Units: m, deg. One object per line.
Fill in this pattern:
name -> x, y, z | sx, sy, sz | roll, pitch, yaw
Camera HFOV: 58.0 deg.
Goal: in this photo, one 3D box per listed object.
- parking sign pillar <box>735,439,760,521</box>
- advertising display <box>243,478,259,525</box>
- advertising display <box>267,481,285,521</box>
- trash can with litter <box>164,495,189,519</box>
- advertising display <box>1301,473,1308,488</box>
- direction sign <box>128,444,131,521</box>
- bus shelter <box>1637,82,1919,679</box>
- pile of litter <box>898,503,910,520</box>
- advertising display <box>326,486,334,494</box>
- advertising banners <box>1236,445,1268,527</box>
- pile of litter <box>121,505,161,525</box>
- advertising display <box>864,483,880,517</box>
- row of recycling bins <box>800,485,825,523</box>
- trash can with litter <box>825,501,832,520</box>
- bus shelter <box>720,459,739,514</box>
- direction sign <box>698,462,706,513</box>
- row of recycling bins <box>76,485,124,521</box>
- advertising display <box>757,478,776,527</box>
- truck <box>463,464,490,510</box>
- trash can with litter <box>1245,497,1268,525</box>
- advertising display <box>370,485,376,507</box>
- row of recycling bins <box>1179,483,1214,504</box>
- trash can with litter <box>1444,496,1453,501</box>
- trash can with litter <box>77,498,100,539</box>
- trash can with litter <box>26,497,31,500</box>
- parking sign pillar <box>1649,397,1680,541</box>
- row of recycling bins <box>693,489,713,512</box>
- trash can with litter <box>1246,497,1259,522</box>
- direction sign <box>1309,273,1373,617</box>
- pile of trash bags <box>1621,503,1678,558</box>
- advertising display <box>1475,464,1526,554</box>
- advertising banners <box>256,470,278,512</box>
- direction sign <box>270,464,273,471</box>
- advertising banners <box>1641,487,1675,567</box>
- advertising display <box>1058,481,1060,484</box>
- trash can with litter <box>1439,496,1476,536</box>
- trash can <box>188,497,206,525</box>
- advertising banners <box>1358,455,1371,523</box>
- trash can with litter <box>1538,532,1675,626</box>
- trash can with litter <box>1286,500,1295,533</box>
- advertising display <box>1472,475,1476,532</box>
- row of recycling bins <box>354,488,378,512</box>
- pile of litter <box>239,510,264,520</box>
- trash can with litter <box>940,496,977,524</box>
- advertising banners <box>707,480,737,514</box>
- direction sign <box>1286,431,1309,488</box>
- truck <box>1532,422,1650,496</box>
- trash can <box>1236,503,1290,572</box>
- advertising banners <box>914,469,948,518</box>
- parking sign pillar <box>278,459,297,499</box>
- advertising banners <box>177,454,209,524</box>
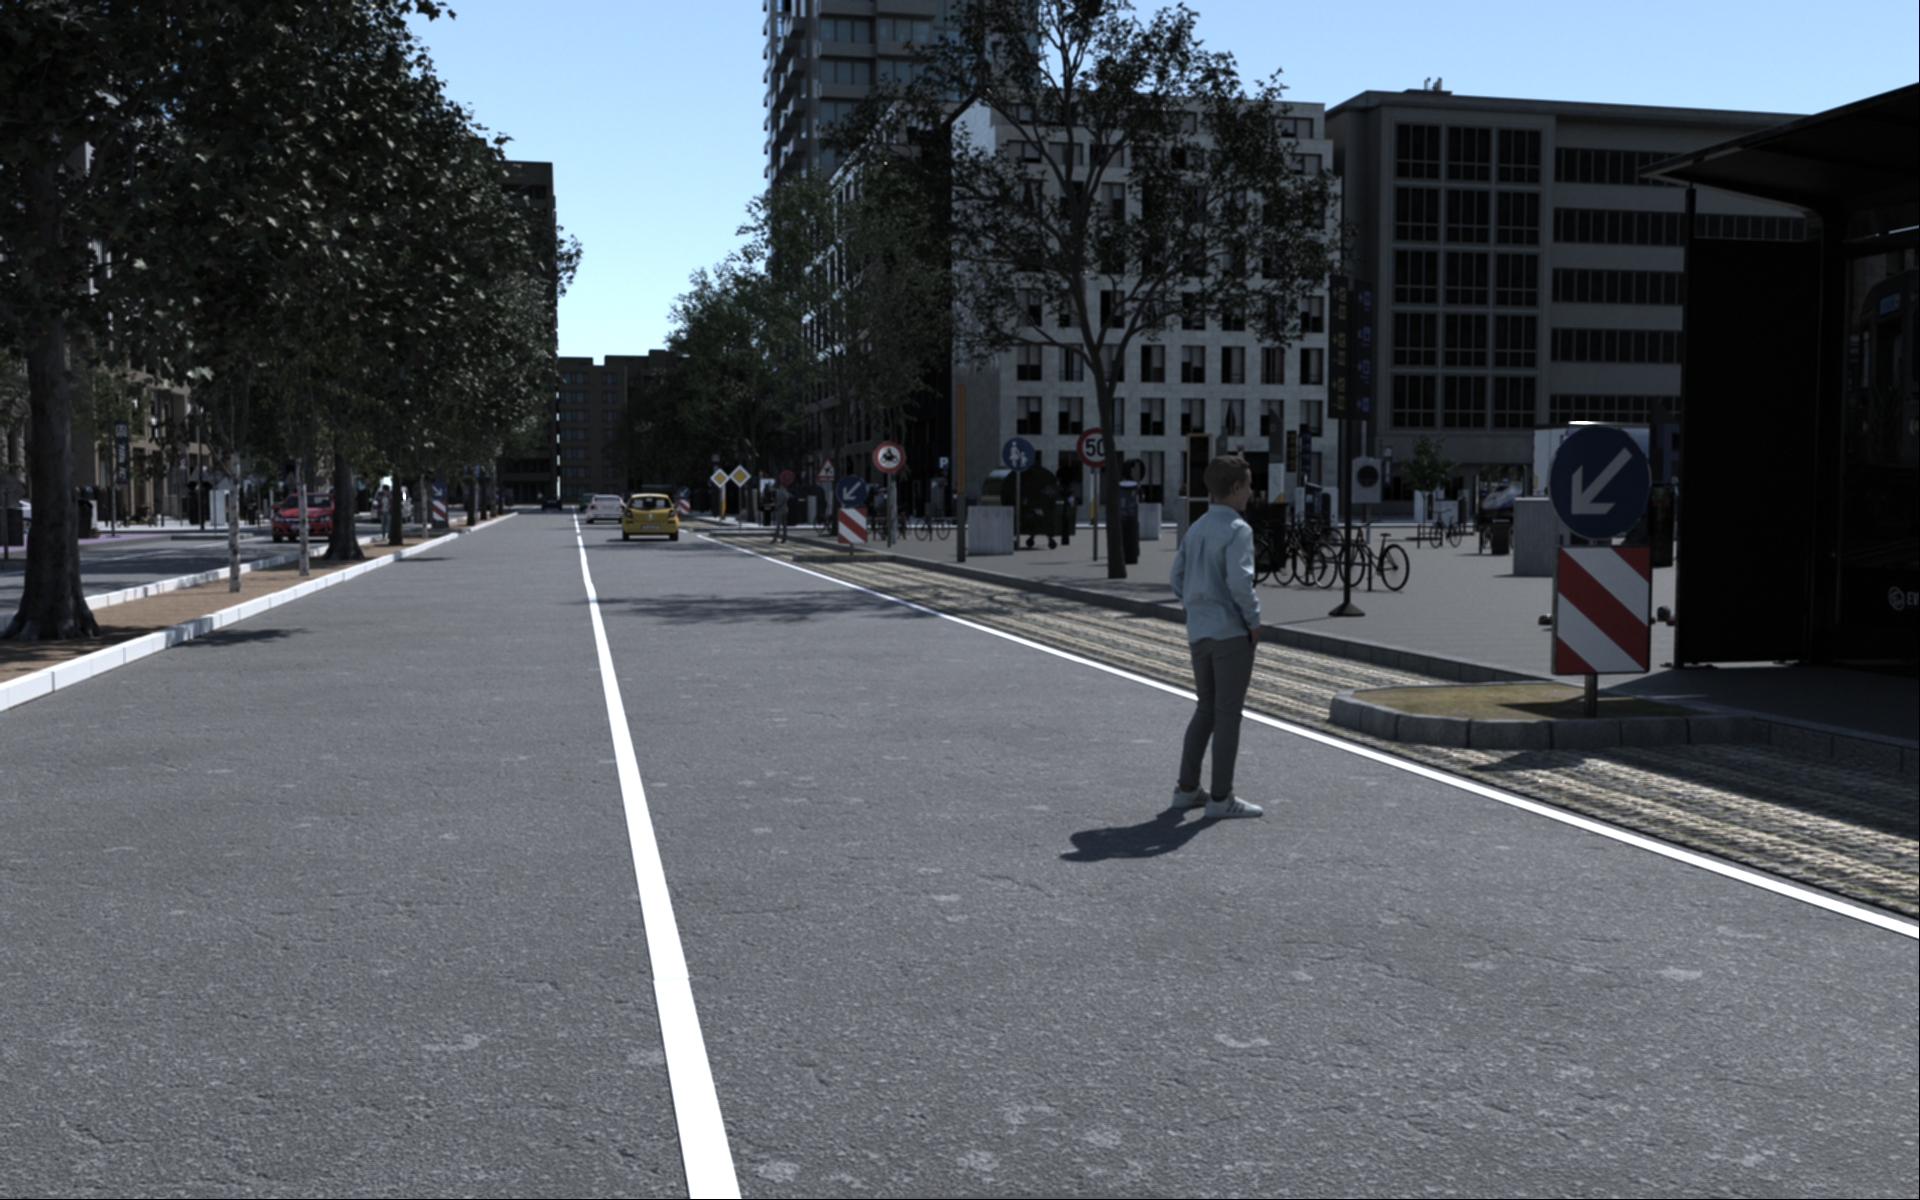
parking sign pillar -> -10.181, -5.836, 83.898 | 1.447, 3.967, 1.447 | -2, 4, -34
advertising display -> -29.121, -4.033, 71.151 | 0.974, 1.923, 0.123 | 2, 4, 35
advertising display -> -32.727, -4.751, 82.889 | 0.123, 1.923, 0.974 | 2, 4, 25
trash can with litter -> -40.382, -4.867, 90.634 | 2.233, 1.210, 1.678 | 1, 4, 11
advertising display -> 10.676, -2.969, 53.756 | 0.123, 1.923, 0.974 | 1, 4, 17
direction sign -> -37.801, -5.309, 78.795 | 0.379, 3.537, 0.876 | -2, 4, -30
bus shelter -> 6.389, -1.133, 9.803 | 1.731, 3.624, 6.357 | -1, 4, -12
pile of litter -> -3.034, -4.463, 86.938 | 1.176, 0.858, 1.719 | 1, 4, 12
advertising display -> -48.300, -7.833, 133.281 | 0.974, 1.923, 0.123 | 0, 4, -3
advertising banners -> 10.549, -4.063, 62.624 | 0.090, 3.025, 2.074 | 3, 5, 43
pile of litter -> -34.246, -3.568, 72.299 | 1.719, 0.858, 1.176 | 2, 4, 24
advertising display -> -4.982, -5.683, 98.132 | 0.974, 1.923, 0.123 | -2, 4, -31
row of recycling bins -> -6.790, -4.348, 78.211 | 1.069, 1.692, 3.534 | -1, 4, -13
trash can with litter -> -6.435, -4.371, 82.852 | 1.055, 1.170, 0.624 | 2, 4, 30
bus shelter -> -14.891, -7.413, 112.481 | 1.731, 3.624, 6.357 | -1, 4, -13
direction sign -> -17.642, -7.729, 118.372 | 0.876, 3.537, 0.379 | 3, 5, 45
row of recycling bins -> -40.641, -4.520, 81.014 | 1.069, 1.692, 3.534 | 1, 4, 15
advertising display -> -7.662, -3.881, 68.662 | 0.123, 1.923, 0.974 | 3, 4, 36
truck -> -44.160, -10.363, 159.200 | 2.967, 4.110, 18.799 | -1, 4, -14
trash can with litter -> 13.274, -3.989, 76.610 | 1.055, 1.170, 0.624 | -1, 4, -18
advertising display -> -40.179, -6.935, 118.607 | 0.123, 1.923, 0.974 | -3, 4, -36
row of recycling bins -> 8.092, -3.089, 57.617 | 1.069, 1.692, 3.534 | 0, 4, -6
trash can with litter -> 29.637, -5.752, 105.440 | 1.055, 1.170, 0.624 | -1, 4, -14
trash can with litter -> -25.159, -2.346, 49.737 | 0.624, 1.170, 1.055 | 0, 4, -6
trash can with litter -> -41.285, -4.029, 77.259 | 1.055, 1.170, 0.624 | 1, 4, 20
parking sign pillar -> 19.827, -3.658, 48.286 | 1.447, 3.967, 1.447 | -2, 4, -26
row of recycling bins -> -19.436, -7.536, 130.324 | 1.069, 1.692, 3.534 | -1, 4, -15
trash can with litter -> 14.364, -4.293, 81.242 | 2.233, 1.210, 1.678 | 0, 4, -4
direction sign -> 4.088, -1.602, 18.195 | 0.379, 3.537, 0.876 | 3, 5, 41
pile of trash bags -> 13.852, -1.443, 33.344 | 1.912, 1.369, 3.447 | 2, 4, 31
advertising display -> 11.609, -1.952, 37.127 | 0.974, 1.923, 0.123 | 2, 4, 32
advertising banners -> -50.033, -7.844, 124.444 | 2.074, 3.025, 0.090 | -2, 4, -34
direction sign -> -44.843, -7.345, 112.089 | 0.876, 3.537, 0.379 | 1, 4, 8
advertising banners -> 13.095, -2.095, 30.439 | 2.074, 3.025, 0.090 | 1, 4, 14
advertising display -> 4.473, -4.267, 74.986 | 0.123, 1.923, 0.974 | -1, 4, -16
trash can with litter -> 15.332, -2.603, 53.620 | 1.678, 1.210, 2.233 | 2, 4, 33
trash can -> -32.058, -3.738, 72.764 | 0.748, 1.137, 0.748 | 0, 3, 0
advertising banners -> 17.866, -4.918, 76.593 | 0.090, 3.025, 2.074 | 0, 4, -2
trash can with litter -> 6.585, -0.370, 17.103 | 2.233, 1.210, 1.678 | -2, 4, -29
trash can with litter -> 10.999, -2.769, 56.662 | 0.624, 1.170, 1.055 | 3, 5, 40
advertising display -> 17.617, -3.271, 58.700 | 0.123, 1.923, 0.974 | 3, 5, 39
row of recycling bins -> -42.501, -7.095, 123.111 | 3.534, 1.692, 1.069 | 1, 4, 13
pile of litter -> -35.013, -4.354, 85.157 | 1.176, 0.858, 1.719 | -2, 4, -30
trash can with litter -> 0.158, -3.929, 75.296 | 2.233, 1.210, 1.678 | 2, 4, 24
advertising banners -> -15.025, -6.888, 108.805 | 2.074, 3.025, 0.090 | -2, 4, -28
direction sign -> 12.075, -4.269, 61.790 | 0.876, 3.537, 0.379 | 0, 4, 2
truck -> 28.822, -4.970, 70.171 | 11.283, 4.237, 2.839 | -1, 4, -14
trash can -> 5.103, -1.047, 28.765 | 0.748, 1.137, 0.748 | 0, 3, 0
advertising banners -> -1.491, -5.914, 92.889 | 2.074, 3.025, 0.090 | -2, 4, -24
parking sign pillar -> -38.259, -6.759, 98.973 | 1.447, 3.967, 1.447 | -2, 4, -32
advertising banners -> -33.001, -4.830, 75.152 | 2.074, 3.025, 0.090 | 1, 4, 8
